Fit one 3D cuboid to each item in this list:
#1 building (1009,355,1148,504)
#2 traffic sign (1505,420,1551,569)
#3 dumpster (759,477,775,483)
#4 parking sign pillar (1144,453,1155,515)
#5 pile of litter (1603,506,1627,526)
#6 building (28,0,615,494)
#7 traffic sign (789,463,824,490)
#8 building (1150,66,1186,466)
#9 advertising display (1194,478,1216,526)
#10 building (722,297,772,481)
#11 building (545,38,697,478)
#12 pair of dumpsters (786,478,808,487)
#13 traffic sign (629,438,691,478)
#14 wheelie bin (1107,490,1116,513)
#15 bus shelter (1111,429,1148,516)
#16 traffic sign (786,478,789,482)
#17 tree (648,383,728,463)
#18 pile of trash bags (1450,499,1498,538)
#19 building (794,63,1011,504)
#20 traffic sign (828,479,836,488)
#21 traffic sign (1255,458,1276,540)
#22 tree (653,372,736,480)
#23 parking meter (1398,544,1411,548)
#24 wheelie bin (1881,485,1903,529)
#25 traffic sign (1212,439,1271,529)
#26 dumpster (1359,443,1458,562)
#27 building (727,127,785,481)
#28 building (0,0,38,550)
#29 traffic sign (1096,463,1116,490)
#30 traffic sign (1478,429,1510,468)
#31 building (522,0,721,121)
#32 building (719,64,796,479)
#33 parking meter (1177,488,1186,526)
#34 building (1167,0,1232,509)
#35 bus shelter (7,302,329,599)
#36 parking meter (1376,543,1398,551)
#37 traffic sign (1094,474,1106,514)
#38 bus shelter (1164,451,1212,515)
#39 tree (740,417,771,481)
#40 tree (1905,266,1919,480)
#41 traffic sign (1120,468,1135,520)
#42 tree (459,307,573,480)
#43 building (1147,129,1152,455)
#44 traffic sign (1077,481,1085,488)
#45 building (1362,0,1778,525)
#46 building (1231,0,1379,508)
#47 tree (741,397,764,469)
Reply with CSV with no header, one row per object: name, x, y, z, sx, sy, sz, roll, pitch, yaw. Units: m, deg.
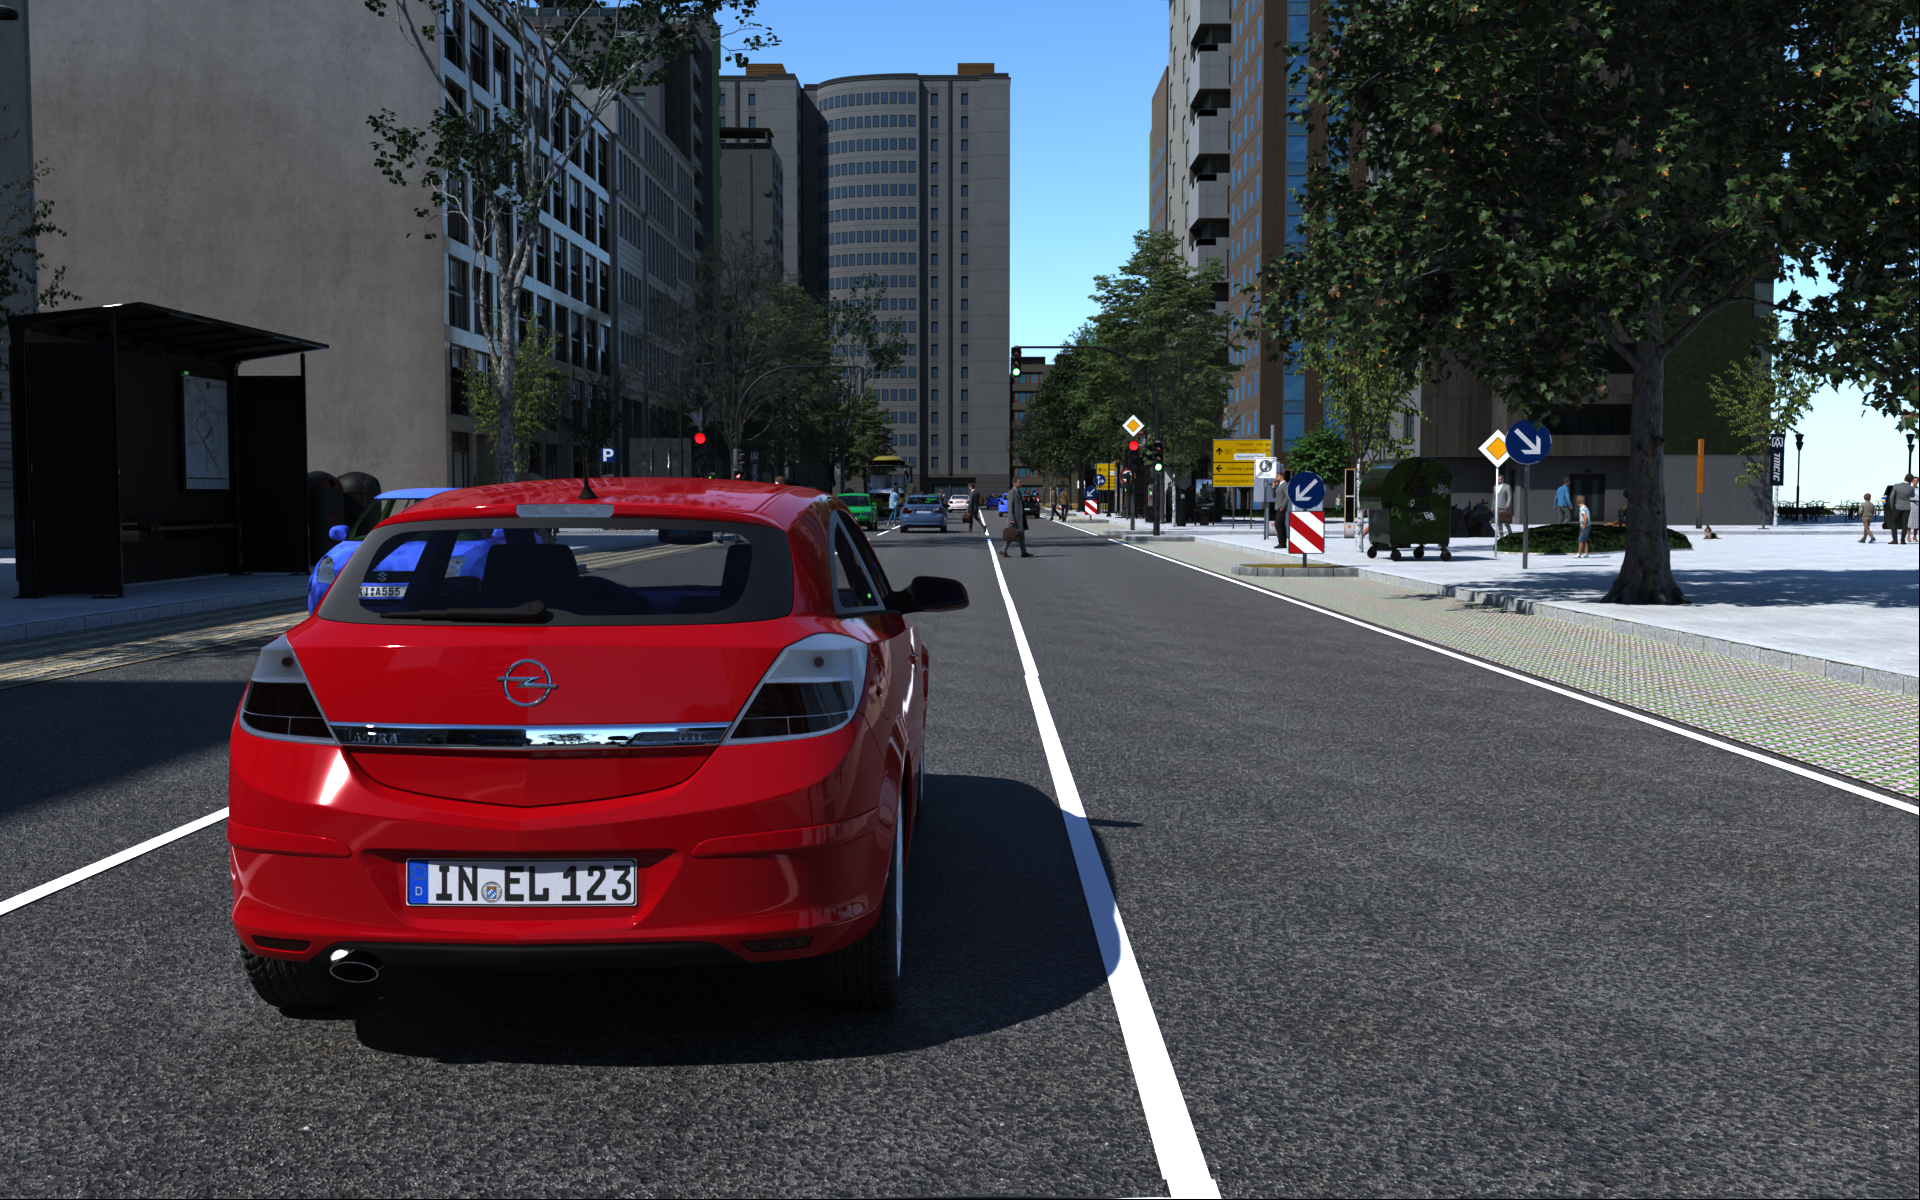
building,21.601,-24.434,244.538,28.899,21.520,27.650,0,4,0
traffic sign,9.692,-1.806,29.630,0.768,2.556,0.104,1,4,9
dumpster,-11.358,-6.029,101.070,1.502,2.255,1.985,0,4,0
parking sign pillar,11.562,-7.326,108.251,1.447,3.967,1.447,1,4,14
pile of litter,24.040,-3.022,63.372,1.176,0.858,1.719,3,5,43
building,-30.930,-17.392,88.872,19.350,26.468,34.151,0,4,0
traffic sign,-9.985,-7.246,112.342,2.265,3.308,0.079,0,4,1
building,27.272,-32.320,178.535,14.600,45.320,14.200,0,4,0
advertising display,9.982,-4.006,70.709,0.974,1.923,0.123,-2,4,-24
building,-33.512,-19.592,165.361,27.650,21.520,28.899,0,4,0
building,-26.196,-20.988,120.651,11.434,29.767,29.804,0,4,0
pair of dumpsters,-9.961,-6.252,104.714,1.574,2.255,4.437,0,4,1
traffic sign,-10.862,-4.215,62.784,2.265,3.308,0.079,0,4,4
wheelie bin,10.289,-6.607,115.931,0.980,1.594,0.693,2,4,30
bus shelter,10.092,-7.605,101.978,2.179,5.291,8.768,0,4,1
traffic sign,-12.921,-8.057,131.831,0.768,2.556,0.104,0,4,4
tree,-17.348,-9.710,109.123,4.737,8.622,4.395,0,3,0
pile of trash bags,14.944,-2.621,52.598,1.912,1.369,3.447,0,4,-3
building,-7.306,-42.716,240.400,28.212,58.520,21.231,0,4,0
traffic sign,-10.194,-8.382,137.157,0.768,2.556,0.104,0,4,6
traffic sign,8.509,-2.822,48.264,0.606,2.300,0.079,0,4,7
tree,-15.720,-9.225,101.188,4.360,8.622,3.978,0,3,0
parking meter,10.514,-1.999,41.089,0.372,1.533,0.369,0,3,0
wheelie bin,33.950,-3.357,62.790,0.980,1.594,0.693,0,4,0
traffic sign,10.415,-4.278,63.815,2.265,3.308,0.079,0,4,5
dumpster,8.703,-1.905,33.646,1.502,2.255,1.985,0,4,0
building,-27.178,-31.302,195.381,14.086,41.232,14.154,0,4,0
building,-31.955,-12.236,36.221,21.152,22.565,11.583,0,4,0
traffic sign,10.023,-7.301,113.246,2.265,3.308,0.079,0,4,6
traffic sign,10.871,-2.156,34.989,0.795,2.593,0.064,0,4,6
building,-27.649,-28.114,143.257,14.154,41.232,14.086,0,4,0
building,-35.517,-42.733,240.683,28.212,58.520,21.231,0,4,0
parking meter,8.792,-3.692,68.780,0.372,1.533,0.369,0,3,0
building,33.706,-34.753,157.446,28.713,52.752,27.495,0,4,0
bus shelter,-10.830,-2.021,24.324,1.731,3.624,6.357,0,4,1
parking meter,9.605,-1.885,39.232,0.372,1.533,0.369,0,3,0
traffic sign,8.900,-6.746,110.409,0.768,2.556,0.104,1,4,10
bus shelter,10.850,-5.482,83.562,2.014,3.302,5.546,0,4,1
tree,-16.379,-11.099,131.838,4.737,8.622,4.395,0,3,0
tree,16.813,-4.779,28.498,4.737,8.622,4.395,0,3,0
traffic sign,8.260,-5.221,85.465,0.768,2.556,0.104,0,4,4
tree,-17.185,-7.150,67.268,4.737,8.622,4.395,0,3,0
building,27.946,-31.212,193.915,14.154,41.232,14.086,0,4,0
traffic sign,9.230,-7.937,131.894,0.606,2.300,0.079,0,4,5
building,26.508,-18.684,77.187,14.107,30.474,14.160,0,4,0
building,26.153,-28.549,116.892,14.600,45.320,14.200,0,4,0
tree,-15.622,-10.056,114.778,4.360,8.622,3.978,0,3,0
